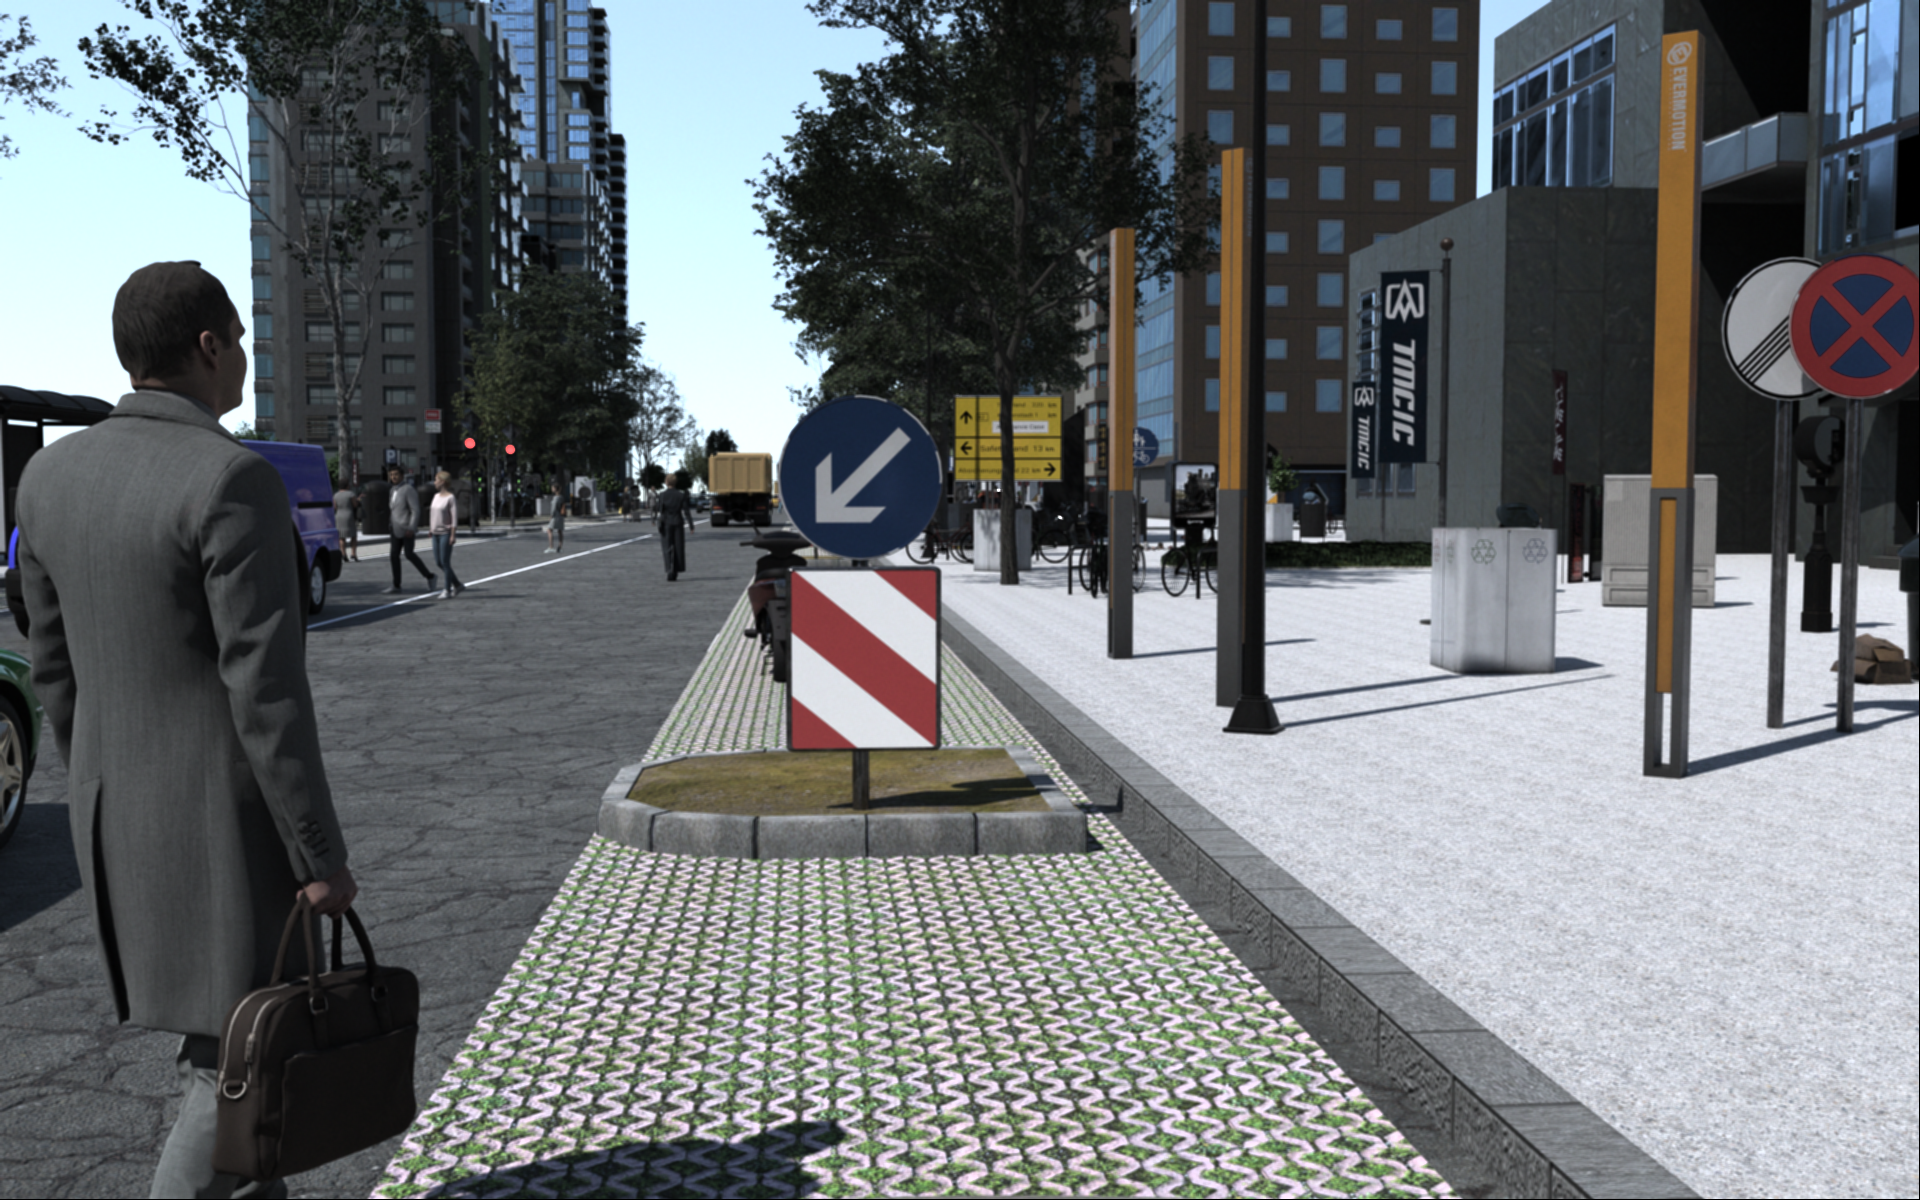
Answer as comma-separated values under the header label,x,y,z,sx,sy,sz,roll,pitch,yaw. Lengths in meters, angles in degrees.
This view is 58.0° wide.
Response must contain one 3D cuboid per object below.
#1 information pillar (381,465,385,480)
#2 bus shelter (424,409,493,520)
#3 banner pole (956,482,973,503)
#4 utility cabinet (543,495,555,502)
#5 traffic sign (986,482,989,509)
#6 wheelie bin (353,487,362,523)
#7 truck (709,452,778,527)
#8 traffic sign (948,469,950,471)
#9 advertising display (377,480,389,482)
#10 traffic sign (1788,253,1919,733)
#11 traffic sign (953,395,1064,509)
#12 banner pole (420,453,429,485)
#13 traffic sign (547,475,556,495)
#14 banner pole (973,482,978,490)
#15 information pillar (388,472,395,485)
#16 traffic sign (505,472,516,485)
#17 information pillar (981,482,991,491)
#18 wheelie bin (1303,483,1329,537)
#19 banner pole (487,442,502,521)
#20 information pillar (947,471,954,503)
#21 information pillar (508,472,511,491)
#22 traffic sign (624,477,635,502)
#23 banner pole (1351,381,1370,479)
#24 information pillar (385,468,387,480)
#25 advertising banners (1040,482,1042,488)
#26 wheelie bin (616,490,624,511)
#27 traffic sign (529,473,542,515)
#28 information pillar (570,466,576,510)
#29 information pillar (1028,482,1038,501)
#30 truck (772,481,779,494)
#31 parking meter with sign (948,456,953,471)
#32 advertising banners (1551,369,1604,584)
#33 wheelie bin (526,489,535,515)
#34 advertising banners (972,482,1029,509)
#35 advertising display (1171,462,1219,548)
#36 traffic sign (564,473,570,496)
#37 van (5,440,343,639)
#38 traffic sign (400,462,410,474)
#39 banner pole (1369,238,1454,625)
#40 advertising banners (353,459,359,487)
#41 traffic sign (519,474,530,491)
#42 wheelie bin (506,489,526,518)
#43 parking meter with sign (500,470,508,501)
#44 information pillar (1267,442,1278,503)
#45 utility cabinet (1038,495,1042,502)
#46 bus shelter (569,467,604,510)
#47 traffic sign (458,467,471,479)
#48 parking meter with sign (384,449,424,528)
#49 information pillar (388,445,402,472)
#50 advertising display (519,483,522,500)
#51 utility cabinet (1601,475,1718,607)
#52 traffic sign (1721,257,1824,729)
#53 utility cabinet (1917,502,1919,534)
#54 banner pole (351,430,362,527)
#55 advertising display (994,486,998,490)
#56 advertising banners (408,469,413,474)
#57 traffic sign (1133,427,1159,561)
label,x,y,z,sx,sy,sz,roll,pitch,yaw
information pillar,-45.650,-8.929,137.342,0.183,3.616,0.504,3,5,42
bus shelter,-24.296,-6.515,84.148,2.179,5.291,8.768,0,4,-5
banner pole,0.005,-4.291,60.169,0.401,3.779,0.863,-1,4,-21
utility cabinet,-26.142,-6.056,110.170,0.306,1.237,1.020,1,4,16
traffic sign,0.603,-2.322,38.075,0.768,2.556,0.104,0,4,2
wheelie bin,-27.102,-4.286,77.986,0.980,1.594,0.693,2,4,35
truck,-9.894,-5.080,78.981,3.469,3.379,9.791,0,4,-5
traffic sign,-0.782,-5.002,81.888,0.768,2.556,0.104,0,4,-2
advertising display,-27.094,-4.667,81.525,0.123,1.923,0.974,1,4,20
traffic sign,4.771,-0.560,9.264,0.768,2.556,0.104,0,4,1
traffic sign,0.990,-2.552,35.605,2.265,3.308,0.079,0,4,4
banner pole,-32.294,-7.009,104.618,0.401,3.779,0.863,2,4,28
traffic sign,-26.603,-6.922,113.273,0.768,2.556,0.104,0,4,5
banner pole,0.764,-6.210,91.551,0.401,3.779,0.863,-3,5,-40
information pillar,-18.995,-3.279,58.106,0.304,2.012,0.304,-1,4,-18
traffic sign,-21.906,-5.115,84.814,0.795,2.450,0.064,0,4,2
information pillar,1.068,-4.721,68.548,0.504,3.616,0.183,3,4,39
wheelie bin,10.594,-2.672,51.596,0.693,1.594,0.980,1,4,20
banner pole,-22.416,-5.714,83.433,0.401,3.779,0.863,3,5,44
information pillar,-0.377,-3.160,56.161,0.304,2.012,0.304,-2,4,-27
information pillar,-29.190,-7.429,112.816,0.504,3.616,0.183,1,4,13
traffic sign,-24.447,-7.834,128.186,0.768,2.556,0.104,0,4,-2
banner pole,8.038,-2.679,33.824,0.863,3.779,0.401,2,4,26
information pillar,-37.370,-7.502,114.016,0.504,3.616,0.183,-1,4,-14
advertising banners,3.091,-4.762,74.054,0.090,3.025,2.074,-3,4,-37
wheelie bin,-25.859,-7.611,132.347,0.693,1.594,0.980,-3,4,-36
traffic sign,-26.231,-6.539,107.023,0.768,2.556,0.104,0,4,3
information pillar,-27.201,-7.975,121.743,0.183,3.616,0.504,1,4,19
information pillar,2.809,-4.636,67.149,0.504,3.616,0.183,-3,5,-41
truck,-26.780,-16.254,261.669,3.469,3.379,9.791,0,4,-7
parking meter with sign,-0.464,-5.145,80.387,0.543,3.016,1.738,-1,4,-13
advertising banners,8.951,-1.766,25.062,0.090,3.025,2.074,3,5,41
wheelie bin,-26.833,-6.112,107.837,0.693,1.594,0.980,2,4,29
advertising banners,1.408,-3.722,57.040,2.074,3.025,0.090,1,4,18
advertising display,4.793,-1.852,35.491,0.974,1.923,0.123,-1,4,-18
traffic sign,-24.118,-6.447,105.518,0.768,2.556,0.104,0,4,3
van,-8.469,-0.892,18.965,2.240,2.365,5.245,0,4,-4
traffic sign,-22.509,-4.284,70.047,0.884,2.594,0.081,0,4,0
banner pole,4.539,-1.657,17.104,0.863,3.779,0.401,1,4,21
advertising banners,-29.314,-5.453,85.341,2.074,3.025,0.090,3,4,37
traffic sign,-27.961,-6.801,111.307,0.768,2.556,0.104,0,4,3
wheelie bin,-23.612,-5.123,91.664,0.693,1.594,0.980,-2,4,-33
parking meter with sign,-32.130,-7.693,122.037,0.543,3.016,1.738,-2,4,-33
information pillar,14.025,-5.295,77.920,0.504,3.616,0.183,1,4,9
utility cabinet,5.090,-5.853,106.854,0.306,1.237,1.020,2,4,33
bus shelter,-28.908,-8.592,134.409,2.014,3.302,5.546,0,4,-5
traffic sign,-22.722,-4.873,79.777,0.768,2.556,0.104,0,3,0
parking meter with sign,-21.420,-4.317,66.848,1.738,3.016,0.543,2,4,33
information pillar,-26.545,-5.517,81.558,0.504,3.616,0.183,-1,4,-13
advertising display,-25.985,-5.905,101.766,0.123,1.923,0.974,1,4,9
utility cabinet,7.925,-0.671,19.651,1.173,1.500,0.318,1,4,16
traffic sign,4.470,-0.570,9.422,0.768,2.556,0.104,0,4,-4
utility cabinet,11.425,-0.517,19.611,0.306,1.237,1.020,-3,5,-41
banner pole,-23.711,-4.741,67.528,0.863,3.779,0.401,1,4,20
advertising display,2.407,-7.834,133.301,0.974,1.923,0.123,0,4,0
advertising banners,-39.365,-7.696,122.011,2.074,3.025,0.090,1,4,21
traffic sign,3.393,-2.010,32.967,0.768,2.556,0.104,0,4,-2
